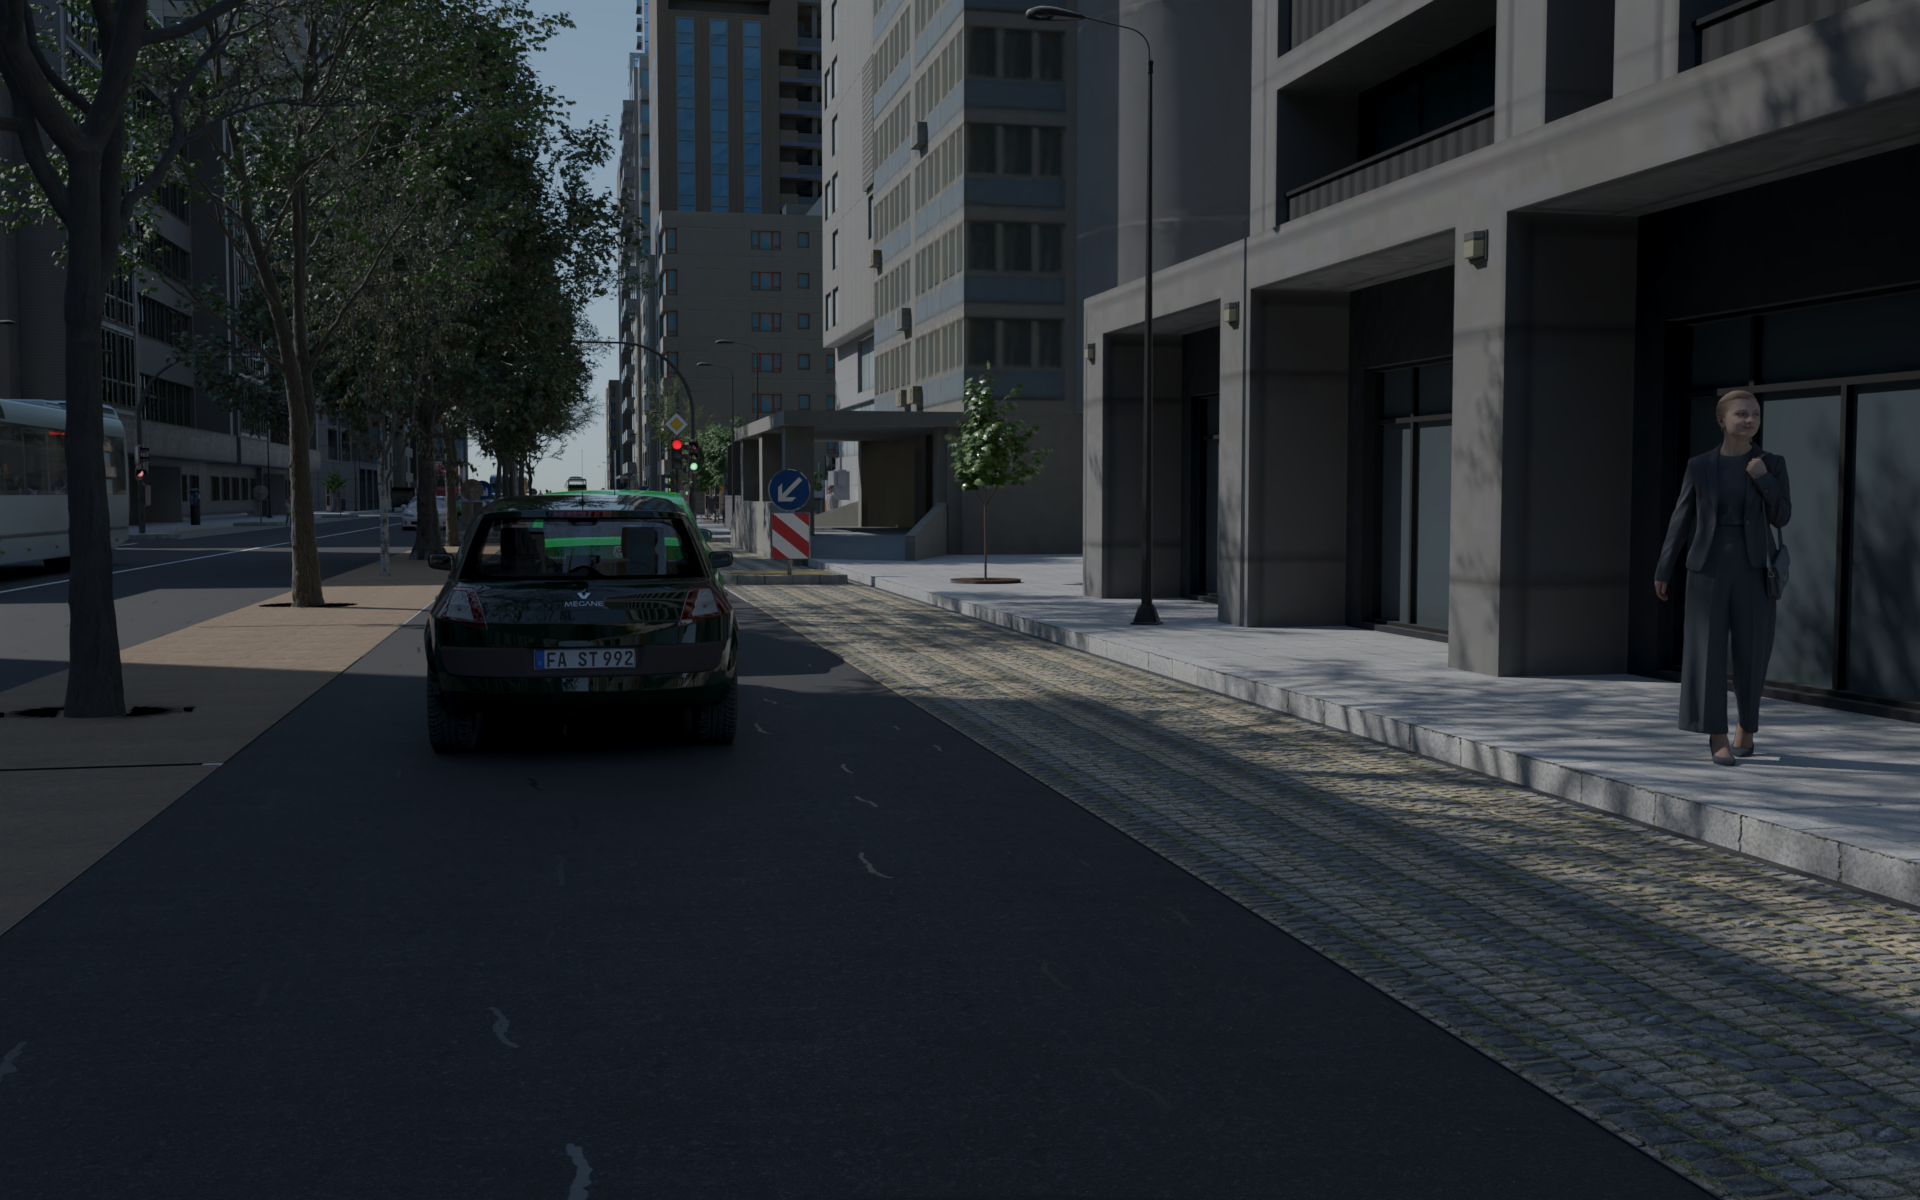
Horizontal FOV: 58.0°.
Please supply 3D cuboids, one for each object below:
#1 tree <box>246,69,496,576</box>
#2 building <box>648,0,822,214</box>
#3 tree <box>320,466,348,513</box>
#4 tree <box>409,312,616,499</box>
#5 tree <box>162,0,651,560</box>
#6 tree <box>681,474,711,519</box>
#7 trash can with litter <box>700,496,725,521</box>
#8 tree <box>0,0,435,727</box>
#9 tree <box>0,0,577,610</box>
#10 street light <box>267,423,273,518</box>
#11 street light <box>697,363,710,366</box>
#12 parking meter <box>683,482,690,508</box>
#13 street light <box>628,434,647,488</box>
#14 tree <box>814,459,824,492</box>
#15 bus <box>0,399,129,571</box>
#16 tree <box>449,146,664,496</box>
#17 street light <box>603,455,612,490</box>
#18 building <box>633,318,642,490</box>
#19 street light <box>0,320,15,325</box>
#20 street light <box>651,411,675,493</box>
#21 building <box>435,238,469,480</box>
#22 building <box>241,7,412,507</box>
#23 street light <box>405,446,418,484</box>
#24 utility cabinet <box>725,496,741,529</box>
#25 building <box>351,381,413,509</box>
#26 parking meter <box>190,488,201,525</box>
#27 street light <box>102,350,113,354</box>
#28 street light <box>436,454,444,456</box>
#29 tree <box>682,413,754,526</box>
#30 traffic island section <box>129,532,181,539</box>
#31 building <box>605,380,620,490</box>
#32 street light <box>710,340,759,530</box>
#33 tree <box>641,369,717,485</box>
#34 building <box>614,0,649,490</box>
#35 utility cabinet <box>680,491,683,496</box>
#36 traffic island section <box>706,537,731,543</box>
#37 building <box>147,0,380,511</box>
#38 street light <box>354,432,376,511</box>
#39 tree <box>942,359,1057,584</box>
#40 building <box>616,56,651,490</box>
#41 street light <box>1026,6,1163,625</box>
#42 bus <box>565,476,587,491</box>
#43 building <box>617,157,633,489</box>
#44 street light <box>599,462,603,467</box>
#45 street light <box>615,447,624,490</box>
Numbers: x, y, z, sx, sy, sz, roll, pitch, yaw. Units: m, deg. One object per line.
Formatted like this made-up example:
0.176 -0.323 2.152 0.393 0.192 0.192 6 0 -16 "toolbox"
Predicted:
-9.952 -4.703 29.706 4.360 8.622 3.978 0 3 0 "tree"
-18.414 -30.217 144.164 14.600 45.320 14.200 -1 4 -13 "building"
-44.369 -7.833 122.664 1.663 3.219 1.824 0 3 0 "tree"
-16.473 -7.603 61.175 8.767 10.594 7.601 -1 4 -13 "tree"
-11.549 -7.204 37.252 9.611 12.733 9.660 0 3 0 "tree"
-13.403 -5.840 90.093 1.663 3.219 1.824 0 3 0 "tree"
-11.679 -4.402 83.034 2.233 1.210 1.678 2 4 31 "trash can with litter"
-5.647 -5.999 10.910 12.009 13.543 11.850 0 3 0 "tree"
-8.395 -5.716 21.675 9.928 11.665 9.643 0 3 0 "tree"
-36.197 -7.311 92.081 1.470 5.913 1.316 -1 4 -13 "street light"
-8.594 -5.437 61.428 1.470 5.913 1.316 -1 4 -13 "street light"
-13.466 -4.879 85.476 0.255 1.863 0.399 1 4 18 "parking meter"
-25.478 -10.038 136.665 1.470 5.913 1.316 -1 4 -13 "street light"
-7.142 -5.169 79.109 1.663 3.219 1.824 0 3 0 "tree"
-16.842 -2.090 29.034 2.948 3.499 13.247 -1 4 -14 "bus"
-22.364 -14.247 91.292 12.611 20.169 13.585 0 3 0 "tree"
-43.394 -14.903 216.203 1.470 5.913 1.316 -1 4 -13 "street light"
-16.916 -19.708 167.265 27.650 21.520 28.899 -1 4 -13 "building"
-25.928 -4.511 46.303 1.470 5.913 1.316 -1 4 -13 "street light"
-16.640 -7.630 97.287 1.470 5.913 1.316 -1 4 -13 "street light"
-80.942 -42.841 242.453 21.231 58.520 28.212 -1 4 -13 "building"
-76.334 -47.624 216.902 20.563 71.187 20.611 -1 4 -13 "building"
-52.798 -11.870 166.620 1.470 5.913 1.316 -1 4 -13 "street light"
-8.138 -3.206 63.574 1.020 1.237 0.306 2 4 33 "utility cabinet"
-66.527 -19.283 160.323 27.650 21.520 28.899 -1 4 -13 "building"
-31.563 -3.857 71.468 0.372 1.533 0.369 0 3 0 "parking meter"
-28.013 -5.099 55.902 1.470 5.913 1.316 -1 4 -13 "street light"
-62.939 -14.621 211.592 1.470 5.913 1.316 -1 4 -13 "street light"
-8.909 -5.299 70.349 4.285 4.588 4.351 0 3 0 "tree"
-26.599 -2.081 56.303 2.009 0.180 2.903 -1 4 -13 "traffic island section"
-42.623 -26.521 278.661 27.650 21.520 28.899 -1 4 -13 "building"
-6.669 -4.887 52.438 1.470 5.913 1.316 -1 4 -13 "street light"
-16.779 -9.297 102.363 4.737 8.622 4.395 0 3 0 "tree"
-38.036 -57.145 246.988 22.319 86.520 31.000 -1 4 -13 "building"
-16.114 -5.665 101.301 0.318 1.500 1.173 -1 4 -22 "utility cabinet"
-8.027 -1.834 52.260 2.009 0.180 2.903 -1 4 -13 "traffic island section"
-57.272 -42.648 135.554 20.563 71.187 20.611 -1 4 -13 "building"
-44.666 -9.659 130.473 1.470 5.913 1.316 -1 4 -13 "street light"
0.348 -1.853 24.893 1.663 3.219 1.824 0 3 0 "tree"
-26.607 -35.172 194.663 23.786 49.044 30.456 -1 4 -13 "building"
1.311 -2.706 16.785 1.470 5.913 1.316 -1 4 -13 "street light"
-53.331 -15.235 240.642 2.896 3.916 12.252 -1 4 -14 "bus"
-37.192 -35.181 225.319 14.600 45.320 14.200 -1 4 -13 "building"
-51.333 -17.101 252.149 1.470 5.913 1.316 -1 4 -13 "street light"
-33.539 -12.239 172.652 1.470 5.913 1.316 -1 4 -13 "street light"
